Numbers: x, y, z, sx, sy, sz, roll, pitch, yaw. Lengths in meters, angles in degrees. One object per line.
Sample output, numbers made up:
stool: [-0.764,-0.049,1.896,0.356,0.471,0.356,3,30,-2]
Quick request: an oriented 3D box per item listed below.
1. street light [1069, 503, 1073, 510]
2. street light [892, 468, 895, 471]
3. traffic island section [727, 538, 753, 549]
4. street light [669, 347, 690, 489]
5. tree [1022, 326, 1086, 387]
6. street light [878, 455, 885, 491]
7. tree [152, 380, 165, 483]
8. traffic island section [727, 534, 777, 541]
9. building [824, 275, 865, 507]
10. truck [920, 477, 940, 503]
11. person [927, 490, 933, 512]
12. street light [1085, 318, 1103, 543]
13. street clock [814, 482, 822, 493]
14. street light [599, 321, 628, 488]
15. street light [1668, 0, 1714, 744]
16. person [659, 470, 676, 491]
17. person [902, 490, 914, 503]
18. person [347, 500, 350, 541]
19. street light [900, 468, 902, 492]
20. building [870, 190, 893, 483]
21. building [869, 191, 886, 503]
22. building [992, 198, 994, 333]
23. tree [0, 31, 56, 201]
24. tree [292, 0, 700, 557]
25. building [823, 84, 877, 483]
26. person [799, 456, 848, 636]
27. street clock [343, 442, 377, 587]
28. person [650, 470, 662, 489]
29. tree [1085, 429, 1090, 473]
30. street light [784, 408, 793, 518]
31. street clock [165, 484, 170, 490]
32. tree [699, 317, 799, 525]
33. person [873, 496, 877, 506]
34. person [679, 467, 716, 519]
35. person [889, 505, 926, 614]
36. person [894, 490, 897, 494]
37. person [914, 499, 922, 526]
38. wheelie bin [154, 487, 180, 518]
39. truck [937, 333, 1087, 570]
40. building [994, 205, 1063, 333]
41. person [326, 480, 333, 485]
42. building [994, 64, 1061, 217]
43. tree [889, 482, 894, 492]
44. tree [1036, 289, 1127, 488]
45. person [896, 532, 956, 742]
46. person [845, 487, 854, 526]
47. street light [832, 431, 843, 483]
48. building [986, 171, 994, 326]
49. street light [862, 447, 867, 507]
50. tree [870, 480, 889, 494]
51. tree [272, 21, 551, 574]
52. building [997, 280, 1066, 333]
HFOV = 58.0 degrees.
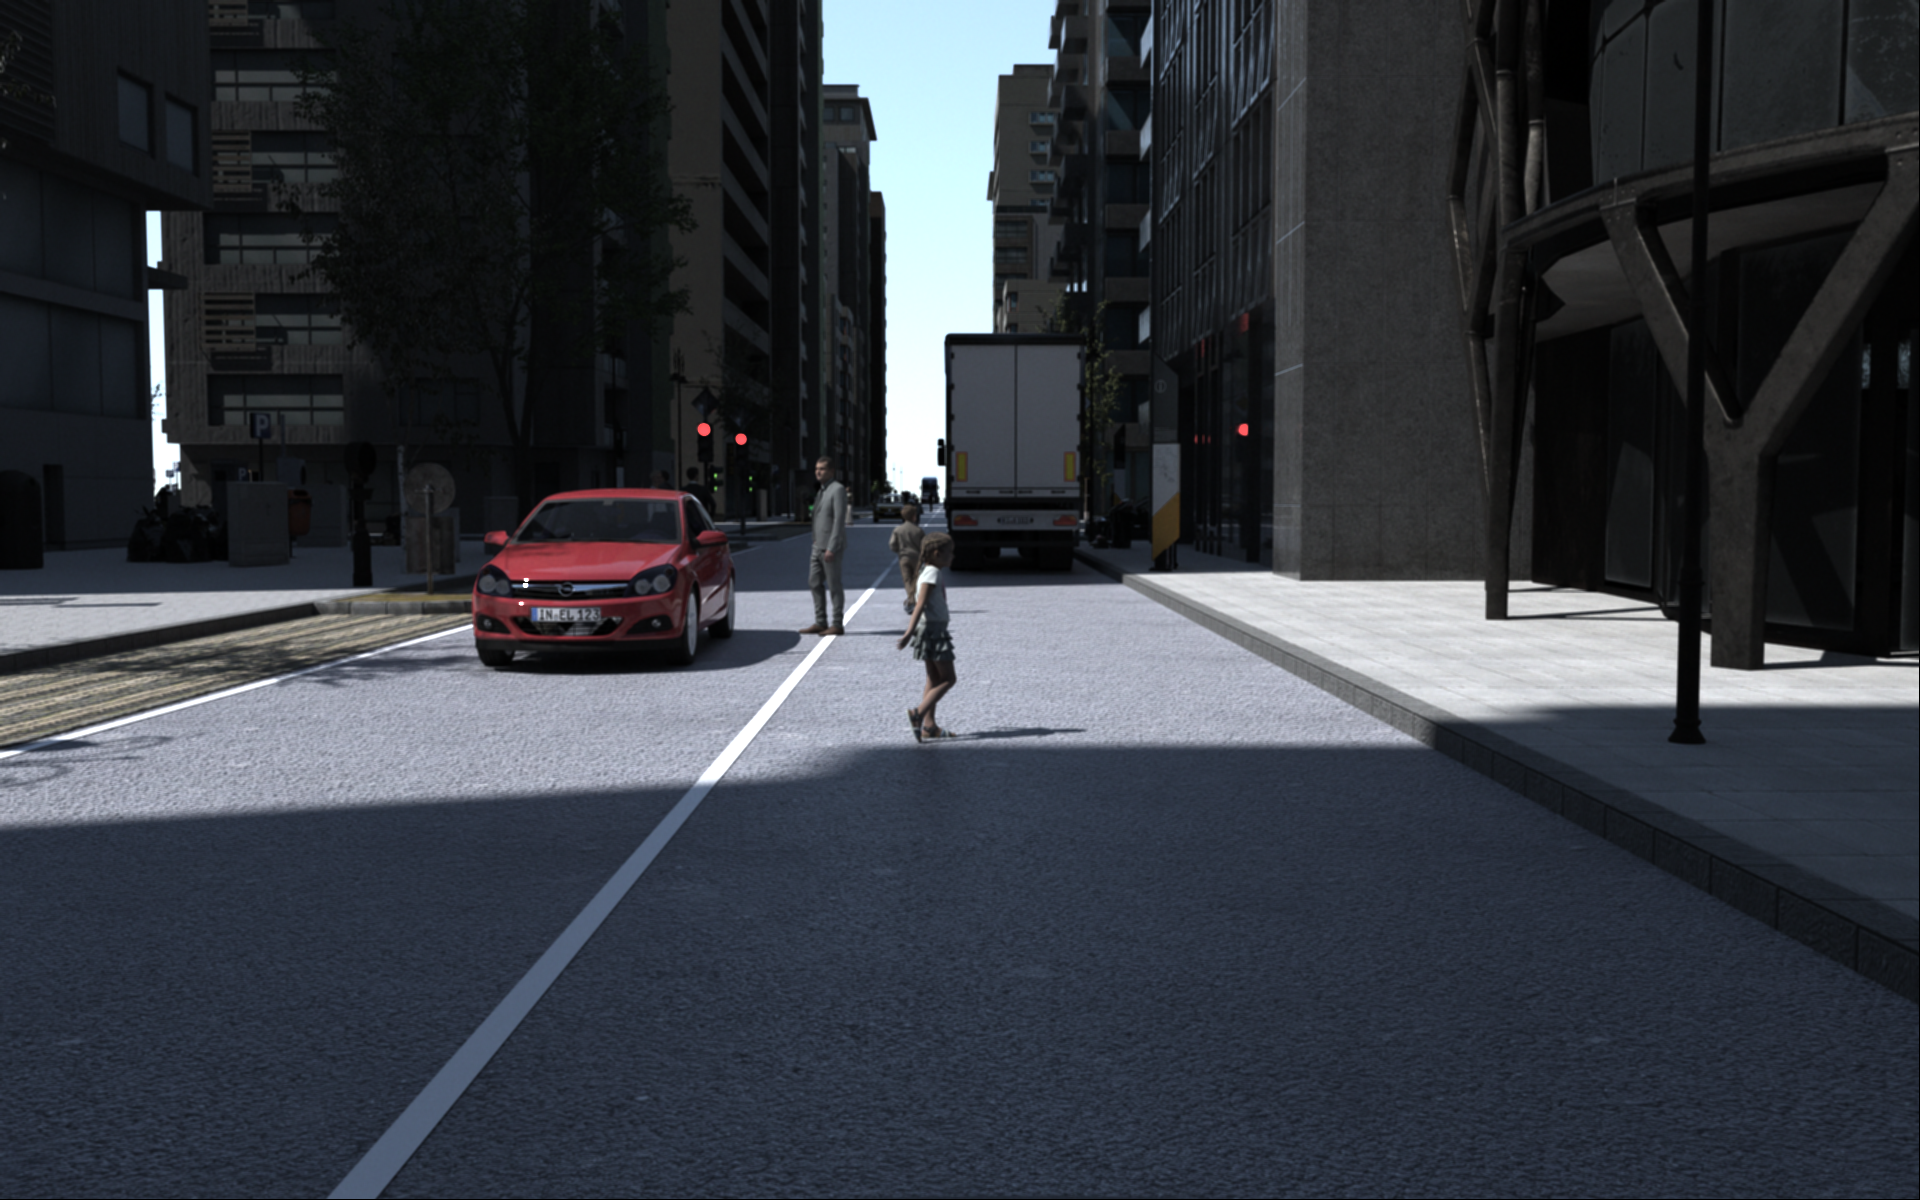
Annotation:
street light: [3.566,-5.063,55.569,0.468,5.910,1.993,0,4,0]
street light: [-9.558,-17.013,250.949,0.468,5.910,1.993,0,4,0]
traffic island section: [-6.759,-1.455,46.063,2.009,0.180,2.903,0,4,0]
street light: [-8.829,-5.002,54.570,0.468,5.910,1.993,0,4,0]
tree: [3.653,-7.633,75.155,4.360,8.622,3.978,0,3,0]
street light: [-9.530,-14.792,214.637,0.468,5.910,1.993,0,4,0]
tree: [-33.230,-7.167,67.542,4.737,8.622,4.395,0,3,0]
traffic island section: [-6.793,-1.943,54.048,2.009,0.180,2.903,0,4,0]
building: [-24.178,-20.120,173.996,27.650,21.520,28.899,0,4,0]
truck: [-4.617,-17.402,274.287,2.967,4.110,18.799,0,4,0]
person: [-2.463,-8.145,142.189,0.721,1.766,1.217,1,4,17]
street light: [3.465,-4.455,45.624,0.468,5.910,1.993,0,4,0]
street clock: [-8.674,-6.186,105.705,0.471,2.002,0.358,-2,4,-30]
street light: [-8.814,-4.366,44.177,0.468,5.910,1.993,0,4,0]
street light: [3.761,-2.201,8.781,0.468,5.910,1.993,0,4,0]
person: [-5.299,-1.359,30.518,0.447,1.846,0.655,1,4,20]
person: [-4.338,-8.009,140.271,1.217,1.723,0.721,0,4,-6]
person: [-17.476,-2.326,49.127,0.523,1.515,0.503,-2,4,-24]
street light: [-9.745,-19.251,287.538,0.468,5.910,1.993,0,4,0]
building: [-22.794,-39.858,271.281,23.786,49.044,30.456,0,4,0]
building: [-17.847,-36.637,249.129,14.600,45.320,14.200,0,4,0]
building: [15.822,-38.211,244.352,23.786,49.044,30.456,0,4,0]
tree: [-9.280,-3.833,13.027,4.360,8.622,3.978,0,3,0]
tree: [-9.000,-6.680,34.977,9.928,11.665,9.643,0,3,0]
building: [-25.666,-39.037,227.492,28.713,52.752,27.495,0,4,0]
person: [-1.334,-0.548,17.565,0.391,1.810,0.635,-2,4,-32]
street clock: [-8.301,-1.189,24.016,0.358,2.002,0.471,1,4,13]
person: [-5.180,-1.281,29.320,0.818,1.842,0.514,-1,4,-20]
tree: [3.840,-5.296,70.298,4.285,4.588,4.351,0,3,0]
street light: [-9.006,-7.223,90.881,0.468,5.910,1.993,0,4,0]
street clock: [-58.055,-7.486,126.965,0.358,2.002,0.471,0,4,6]
tree: [-8.940,-7.433,71.899,4.360,8.622,3.978,0,3,0]
person: [-5.073,-5.610,104.504,0.425,1.301,0.394,-2,4,-33]
person: [-4.601,-1.378,30.389,0.648,1.900,0.474,-1,4,-14]
person: [-0.619,-0.488,20.747,0.475,1.303,0.640,-1,4,-21]
person: [-3.966,-5.933,106.506,0.522,1.701,0.512,-1,4,-19]
person: [-1.719,-3.505,70.491,0.332,1.250,0.352,1,4,12]
wheelie bin: [-34.902,-4.166,76.030,0.693,1.594,0.980,0,4,-7]
truck: [0.928,-2.867,35.783,2.839,4.237,11.283,0,4,0]
building: [10.395,-24.689,175.363,14.160,30.474,14.107,0,4,0]
person: [-18.723,-2.648,51.659,0.638,1.841,0.748,-3,4,-37]
building: [14.638,-34.798,192.650,21.300,48.544,21.600,0,4,0]
tree: [-9.987,-14.198,226.732,1.663,3.219,1.824,0,3,0]
tree: [4.138,-6.800,61.545,4.737,8.622,4.395,0,3,0]
person: [-0.217,0.205,10.163,0.382,1.210,0.505,-1,4,-11]
person: [-5.031,-4.214,77.952,0.362,1.759,0.519,-3,5,-44]
street light: [-9.123,-9.659,130.705,0.468,5.910,1.993,0,4,0]
building: [18.781,-41.879,273.961,28.713,52.752,27.495,0,4,0]
street light: [-9.273,-11.879,167.017,0.468,5.910,1.993,0,4,0]
tree: [-10.100,-13.326,212.476,1.663,3.219,1.824,0,3,0]
tree: [-8.803,-4.715,27.456,4.360,8.622,3.978,0,3,0]
building: [17.491,-18.909,154.203,27.650,21.520,28.899,0,4,0]
